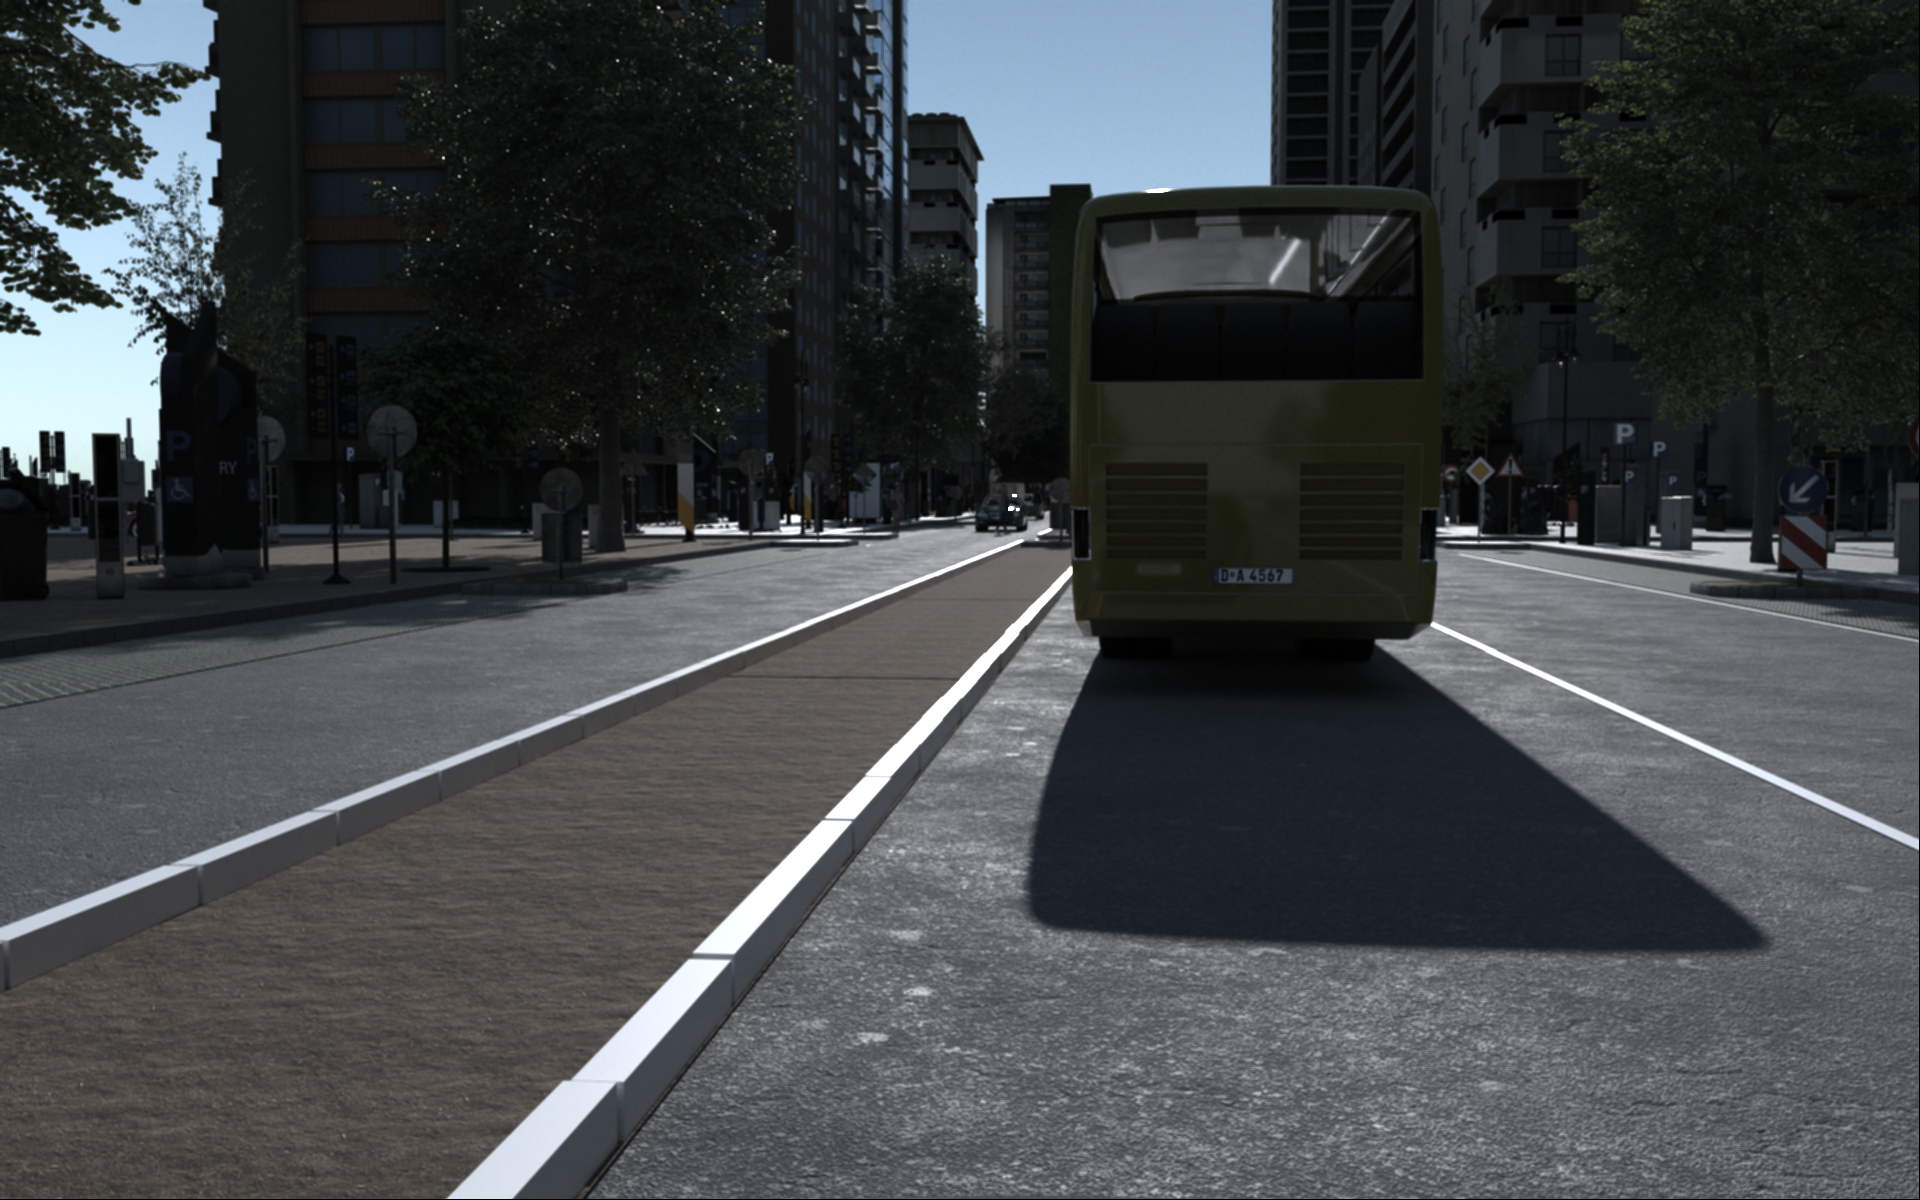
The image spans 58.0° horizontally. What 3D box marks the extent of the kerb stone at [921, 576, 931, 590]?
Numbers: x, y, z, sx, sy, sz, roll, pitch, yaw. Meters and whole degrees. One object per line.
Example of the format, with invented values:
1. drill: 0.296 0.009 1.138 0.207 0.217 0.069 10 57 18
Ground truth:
1. kerb stone: -0.592 -0.221 25.869 0.120 0.150 1.000 0 4 6

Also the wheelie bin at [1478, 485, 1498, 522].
1. wheelie bin: 18.472 -3.224 60.619 0.693 1.594 0.980 1 4 12

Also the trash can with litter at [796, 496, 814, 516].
1. trash can with litter: -9.216 -5.621 103.291 1.055 1.170 0.624 -2 4 -24

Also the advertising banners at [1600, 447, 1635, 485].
1. advertising banners: 24.702 -4.219 65.164 2.074 3.025 0.090 -2 4 -33

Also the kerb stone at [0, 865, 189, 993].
1. kerb stone: -2.740 1.022 5.483 0.120 0.150 1.000 0 4 6

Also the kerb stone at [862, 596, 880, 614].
1. kerb stone: -1.127 0.087 20.769 0.120 0.150 1.000 0 4 6

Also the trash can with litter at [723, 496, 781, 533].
1. trash can with litter: -6.893 -2.910 58.643 1.678 1.210 2.233 0 4 2

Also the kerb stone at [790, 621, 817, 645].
1. kerb stone: -1.556 0.340 16.699 0.120 0.150 1.000 0 4 6

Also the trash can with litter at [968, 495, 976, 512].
1. trash can with litter: 1.128 -7.020 125.837 2.233 1.210 1.678 1 4 11

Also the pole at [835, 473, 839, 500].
1. pole: -8.344 -7.555 117.374 0.158 3.312 0.155 0 3 0

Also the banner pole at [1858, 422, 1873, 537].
1. banner pole: 27.092 -3.773 51.699 0.401 3.779 0.863 2 4 26

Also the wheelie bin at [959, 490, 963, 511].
1. wheelie bin: -0.471 -5.678 100.750 0.980 1.594 0.693 0 4 -3

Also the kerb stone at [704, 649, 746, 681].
1. kerb stone: -1.879 0.524 13.632 0.120 0.150 1.000 0 4 6

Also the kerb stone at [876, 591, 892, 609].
1. kerb stone: -1.016 0.025 21.788 0.120 0.150 1.000 0 4 6

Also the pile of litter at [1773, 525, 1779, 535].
1. pile of litter: 26.305 -2.527 55.276 1.719 0.858 1.176 -3 5 -40

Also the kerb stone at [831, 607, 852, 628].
1. kerb stone: -1.340 0.212 18.736 0.120 0.150 1.000 0 4 6

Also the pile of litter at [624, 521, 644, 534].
1. pile of litter: -10.935 -2.588 56.281 1.176 0.858 1.719 -2 4 -30

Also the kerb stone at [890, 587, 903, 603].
1. kerb stone: -0.910 -0.033 22.814 0.120 0.150 1.000 0 4 6

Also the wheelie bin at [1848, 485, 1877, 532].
1. wheelie bin: 30.796 -3.129 59.071 0.980 1.594 0.693 -3 4 -39

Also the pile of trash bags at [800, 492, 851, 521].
1. pile of trash bags: -6.362 -4.595 84.875 1.912 1.369 3.447 -2 4 -34

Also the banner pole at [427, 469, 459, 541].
1. banner pole: -14.296 -3.533 47.783 0.863 3.779 0.401 -1 4 -11

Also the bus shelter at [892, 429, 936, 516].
1. bus shelter: -2.628 -7.630 102.377 2.179 5.291 8.768 0 4 6

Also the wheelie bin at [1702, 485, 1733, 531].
1. wheelie bin: 26.082 -3.165 59.663 0.980 1.594 0.693 2 4 26

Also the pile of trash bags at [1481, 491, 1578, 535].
1. pile of trash bags: 18.225 -2.760 54.874 1.912 1.369 3.447 -3 5 -42

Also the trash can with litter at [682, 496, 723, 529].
1. trash can with litter: -9.368 -3.287 64.798 2.233 1.210 1.678 0 4 8

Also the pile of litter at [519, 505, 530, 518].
1. pile of litter: -17.172 -3.379 69.208 1.176 0.858 1.719 -1 4 -11

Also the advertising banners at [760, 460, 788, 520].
1. advertising banners: -9.386 -5.520 86.435 0.090 3.025 2.074 -3 5 -43

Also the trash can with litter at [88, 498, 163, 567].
1. trash can with litter: -15.036 -1.239 31.310 1.678 1.210 2.233 1 4 11

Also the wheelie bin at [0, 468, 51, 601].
1. wheelie bin: -11.445 -0.801 21.013 0.693 1.594 0.980 -2 4 -35

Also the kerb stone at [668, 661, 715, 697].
1. kerb stone: -1.982 0.587 12.611 0.120 0.150 1.000 0 4 6

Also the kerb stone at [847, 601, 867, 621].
1. kerb stone: -1.228 0.149 19.751 0.120 0.150 1.000 0 4 6

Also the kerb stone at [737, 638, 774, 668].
1. kerb stone: -1.763 0.461 14.651 0.120 0.150 1.000 0 4 6

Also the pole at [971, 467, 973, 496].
1. pole: 0.971 -8.376 130.795 0.158 3.312 0.155 0 3 0

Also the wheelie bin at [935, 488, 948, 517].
1. wheelie bin: -1.029 -5.416 96.458 0.693 1.594 0.980 -1 4 -11

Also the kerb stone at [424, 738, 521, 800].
1. kerb stone: -2.415 0.837 8.545 0.120 0.150 1.000 0 4 6

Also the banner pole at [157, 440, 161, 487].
1. banner pole: -32.481 -4.944 70.849 0.863 3.779 0.401 2 4 25

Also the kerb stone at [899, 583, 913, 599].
1. kerb stone: -0.803 -0.100 23.836 0.120 0.150 1.000 0 4 6

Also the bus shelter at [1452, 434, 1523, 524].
1. bus shelter: 21.412 -4.842 70.447 1.731 3.624 6.357 0 4 6

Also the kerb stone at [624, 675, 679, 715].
1. kerb stone: -2.090 0.648 11.593 0.120 0.150 1.000 0 4 6

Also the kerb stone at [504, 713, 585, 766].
1. kerb stone: -2.306 0.776 9.561 0.120 0.150 1.000 0 4 6

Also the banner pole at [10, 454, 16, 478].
1. banner pole: -58.646 -7.166 107.174 0.863 3.779 0.401 1 4 13

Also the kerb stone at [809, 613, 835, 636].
1. kerb stone: -1.451 0.274 17.719 0.120 0.150 1.000 0 4 6

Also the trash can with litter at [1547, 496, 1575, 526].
1. trash can with litter: 24.055 -3.630 70.406 2.233 1.210 1.678 1 4 15

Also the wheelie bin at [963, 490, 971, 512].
1. wheelie bin: 0.319 -7.007 122.479 0.980 1.594 0.693 -1 4 -11

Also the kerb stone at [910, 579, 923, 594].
1. kerb stone: -0.696 -0.162 24.852 0.120 0.150 1.000 0 4 6

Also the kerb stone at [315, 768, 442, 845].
1. kerb stone: -2.522 0.897 7.523 0.120 0.150 1.000 0 4 6

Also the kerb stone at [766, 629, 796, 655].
1. kerb stone: -1.664 0.404 15.671 0.120 0.150 1.000 0 4 6

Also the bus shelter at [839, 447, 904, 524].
1. bus shelter: -3.859 -5.056 76.597 2.014 3.302 5.546 0 4 6

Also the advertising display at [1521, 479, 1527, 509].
1. advertising display: 24.120 -4.222 74.241 0.123 1.923 0.974 -1 4 -22

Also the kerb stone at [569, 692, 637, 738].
1. kerb stone: -2.195 0.711 10.577 0.120 0.150 1.000 0 4 6

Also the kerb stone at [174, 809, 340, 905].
1. kerb stone: -2.627 0.960 6.498 0.120 0.150 1.000 0 4 6
